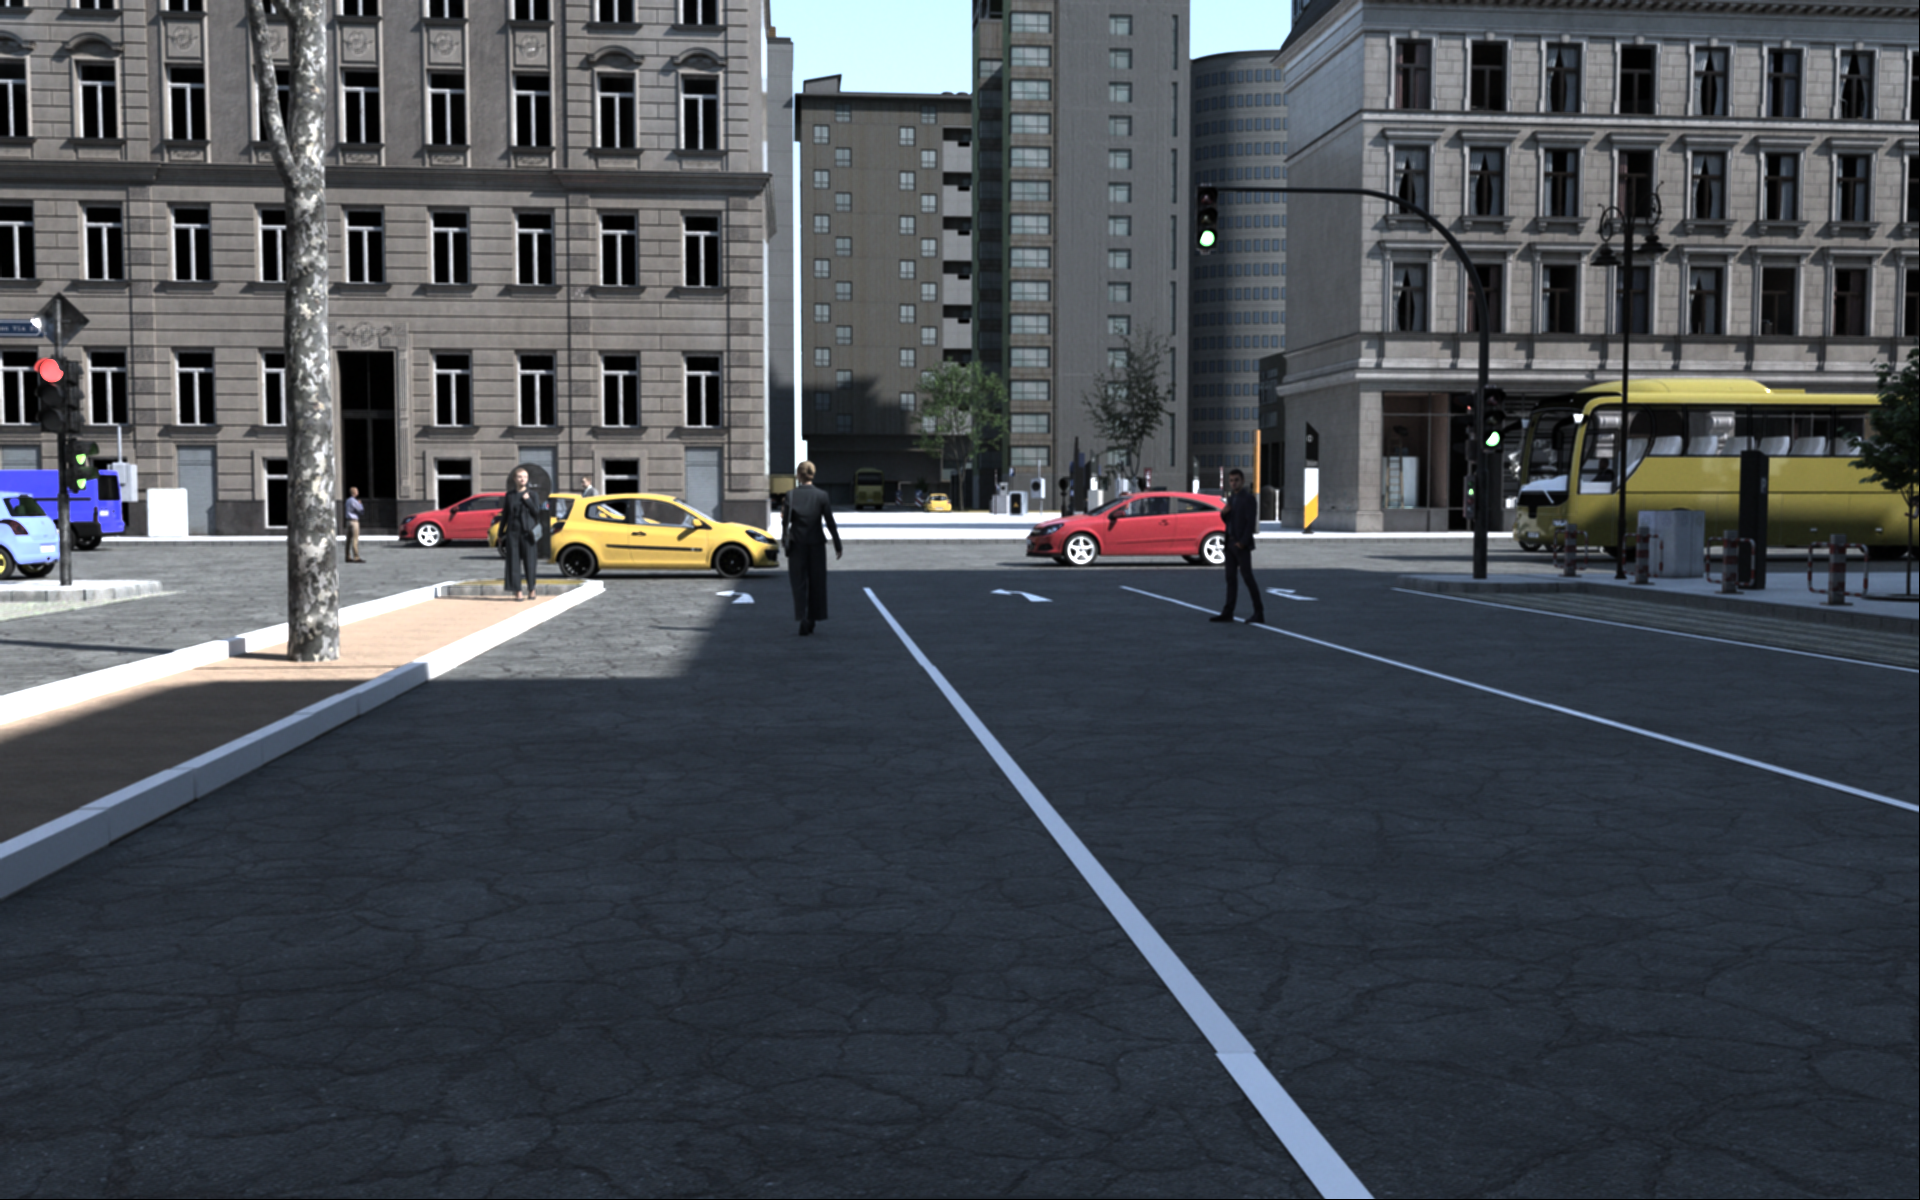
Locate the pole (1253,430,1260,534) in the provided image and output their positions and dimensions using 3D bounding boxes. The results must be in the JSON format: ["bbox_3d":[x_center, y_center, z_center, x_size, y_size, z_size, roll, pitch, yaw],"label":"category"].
[{"bbox_3d":[9.446,-3.752,55.184,0.158,3.312,0.155,0,3,0],"label":"pole"}]

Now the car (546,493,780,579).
[{"bbox_3d":[-5.109,-1.202,29.869,3.980,1.641,2.015,0,4,-6],"label":"car"}]

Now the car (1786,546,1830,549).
[{"bbox_3d":[23.887,-2.243,46.462,4.222,1.686,2.009,0,4,-5],"label":"car"}]

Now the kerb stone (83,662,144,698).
[{"bbox_3d":[-6.177,0.593,12.534,0.120,0.150,1.000,0,4,-6],"label":"kerb stone"}]

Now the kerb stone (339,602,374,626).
[{"bbox_3d":[-6.878,0.152,19.704,0.120,0.150,1.000,0,4,-6],"label":"kerb stone"}]

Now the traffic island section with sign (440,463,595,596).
[{"bbox_3d":[-6.345,-1.039,25.129,2.006,1.907,1.989,0,4,-6],"label":"traffic island section with sign"}]

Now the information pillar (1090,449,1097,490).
[{"bbox_3d":[6.921,-6.019,89.770,0.183,3.616,0.504,3,5,44],"label":"information pillar"}]

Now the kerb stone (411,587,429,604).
[{"bbox_3d":[-7.175,-0.035,22.771,0.120,0.150,1.000,0,4,-6],"label":"kerb stone"}]

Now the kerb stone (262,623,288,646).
[{"bbox_3d":[-6.572,0.341,16.632,0.120,0.150,1.000,0,4,-6],"label":"kerb stone"}]

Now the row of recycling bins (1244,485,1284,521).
[{"bbox_3d":[15.204,-4.632,82.842,3.534,1.692,1.069,0,4,6],"label":"row of recycling bins"}]

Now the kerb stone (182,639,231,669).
[{"bbox_3d":[-6.384,0.466,14.576,0.120,0.150,1.000,0,4,-6],"label":"kerb stone"}]

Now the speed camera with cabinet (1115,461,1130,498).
[{"bbox_3d":[9.800,-6.580,101.915,0.660,3.252,2.038,-1,4,-19],"label":"speed camera with cabinet"}]

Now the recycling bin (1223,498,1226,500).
[{"bbox_3d":[14.998,-5.375,100.439,0.722,1.027,0.722,2,4,23],"label":"recycling bin"}]

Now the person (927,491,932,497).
[{"bbox_3d":[-3.577,-12.226,208.355,0.705,1.831,1.348,-2,4,-35],"label":"person"}]

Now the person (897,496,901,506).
[{"bbox_3d":[-7.295,-12.086,205.978,0.709,1.838,0.599,-3,5,-42],"label":"person"}]

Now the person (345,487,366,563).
[{"bbox_3d":[-12.676,-1.570,36.231,0.319,1.574,0.516,-3,5,-45],"label":"person"}]

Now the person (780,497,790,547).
[{"bbox_3d":[-4.683,-2.109,46.894,0.340,1.345,0.435,0,4,-3],"label":"person"}]

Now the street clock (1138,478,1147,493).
[{"bbox_3d":[8.071,-4.412,76.709,0.358,2.002,0.471,-1,4,-17],"label":"street clock"}]

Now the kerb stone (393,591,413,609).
[{"bbox_3d":[-7.071,0.027,21.747,0.120,0.150,1.000,0,4,-6],"label":"kerb stone"}]

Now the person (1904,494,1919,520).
[{"bbox_3d":[19.986,-1.478,35.849,0.628,1.438,0.799,3,5,44],"label":"person"}]

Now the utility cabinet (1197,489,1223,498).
[{"bbox_3d":[10.969,-4.112,75.911,1.173,1.500,0.318,-1,4,-23],"label":"utility cabinet"}]

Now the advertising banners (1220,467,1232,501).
[{"bbox_3d":[17.051,-7.039,111.268,0.090,3.025,2.074,2,4,29],"label":"advertising banners"}]

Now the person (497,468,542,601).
[{"bbox_3d":[-5.888,-0.872,23.182,0.576,1.772,0.534,-1,4,-18],"label":"person"}]

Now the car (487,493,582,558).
[{"bbox_3d":[-8.479,-1.743,38.715,3.980,1.641,2.015,0,4,-4],"label":"car"}]

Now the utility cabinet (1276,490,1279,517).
[{"bbox_3d":[17.689,-5.407,97.082,0.318,1.500,1.173,2,4,31],"label":"utility cabinet"}]

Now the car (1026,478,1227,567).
[{"bbox_3d":[3.557,-1.583,34.926,4.494,1.783,2.155,0,4,-7],"label":"car"}]

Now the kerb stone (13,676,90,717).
[{"bbox_3d":[-6.068,0.653,11.514,0.120,0.150,1.000,0,4,-6],"label":"kerb stone"}]

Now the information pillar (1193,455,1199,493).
[{"bbox_3d":[14.297,-6.958,105.118,0.504,3.616,0.183,-3,5,-42],"label":"information pillar"}]

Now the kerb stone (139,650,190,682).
[{"bbox_3d":[-6.281,0.535,13.554,0.120,0.150,1.000,0,4,-6],"label":"kerb stone"}]

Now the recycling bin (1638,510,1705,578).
[{"bbox_3d":[10.978,-0.868,26.754,0.722,1.027,0.722,-2,4,-32],"label":"recycling bin"}]

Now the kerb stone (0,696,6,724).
[{"bbox_3d":[-5.972,0.716,10.486,0.120,0.150,1.000,0,4,-6],"label":"kerb stone"}]

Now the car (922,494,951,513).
[{"bbox_3d":[-1.592,-6.790,121.237,2.015,1.641,3.980,0,4,-5],"label":"car"}]

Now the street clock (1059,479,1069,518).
[{"bbox_3d":[4.846,-4.661,80.778,0.471,2.002,0.358,3,5,45],"label":"street clock"}]

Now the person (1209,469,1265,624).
[{"bbox_3d":[3.099,-0.605,19.309,0.530,1.710,0.541,-1,4,-14],"label":"person"}]

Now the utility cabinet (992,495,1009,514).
[{"bbox_3d":[2.595,-6.108,111.025,1.020,1.237,0.306,1,4,22],"label":"utility cabinet"}]

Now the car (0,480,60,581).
[{"bbox_3d":[-17.192,-1.191,29.064,3.694,1.707,1.945,0,4,-4],"label":"car"}]

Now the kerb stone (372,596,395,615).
[{"bbox_3d":[-6.975,0.092,20.726,0.120,0.150,1.000,0,4,-6],"label":"kerb stone"}]

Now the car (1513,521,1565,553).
[{"bbox_3d":[15.902,-2.018,43.214,3.980,1.641,2.015,0,4,-6],"label":"car"}]

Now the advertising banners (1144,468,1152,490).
[{"bbox_3d":[11.854,-7.345,116.281,2.074,3.025,0.090,1,4,10],"label":"advertising banners"}]

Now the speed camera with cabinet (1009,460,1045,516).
[{"bbox_3d":[3.849,-6.456,99.896,2.038,3.252,0.660,2,4,25],"label":"speed camera with cabinet"}]

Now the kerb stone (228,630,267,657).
[{"bbox_3d":[-6.476,0.407,15.597,0.120,0.150,1.000,0,4,-6],"label":"kerb stone"}]

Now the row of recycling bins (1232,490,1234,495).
[{"bbox_3d":[19.932,-6.667,116.112,3.534,1.692,1.069,-1,4,-14],"label":"row of recycling bins"}]

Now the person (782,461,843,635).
[{"bbox_3d":[-1.528,-0.536,17.693,0.576,1.772,0.534,-2,4,-31],"label":"person"}]

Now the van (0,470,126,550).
[{"bbox_3d":[-24.121,-2.408,43.758,5.245,2.365,2.240,0,4,-7],"label":"van"}]

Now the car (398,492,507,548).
[{"bbox_3d":[-12.934,-2.323,47.017,4.494,1.783,2.155,0,4,-7],"label":"car"}]

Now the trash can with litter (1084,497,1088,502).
[{"bbox_3d":[8.363,-6.356,115.302,0.624,1.170,1.055,-3,4,-37],"label":"trash can with litter"}]

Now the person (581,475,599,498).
[{"bbox_3d":[-7.539,-1.626,35.204,0.853,1.813,0.709,-3,5,-43],"label":"person"}]

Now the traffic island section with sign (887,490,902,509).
[{"bbox_3d":[-6.206,-9.932,171.017,1.989,1.847,2.006,0,4,-6],"label":"traffic island section with sign"}]

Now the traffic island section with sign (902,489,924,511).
[{"bbox_3d":[-3.587,-8.291,144.189,1.989,1.847,2.006,0,4,-6],"label":"traffic island section with sign"}]

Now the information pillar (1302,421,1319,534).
[{"bbox_3d":[11.250,-3.926,55.548,0.504,3.616,0.183,-1,4,-21],"label":"information pillar"}]

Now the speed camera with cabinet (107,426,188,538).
[{"bbox_3d":[-23.871,-3.459,50.884,2.038,3.252,0.660,-1,4,-8],"label":"speed camera with cabinet"}]

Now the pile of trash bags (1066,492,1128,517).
[{"bbox_3d":[7.516,-5.149,93.931,3.447,1.369,1.912,0,4,-4],"label":"pile of trash bags"}]

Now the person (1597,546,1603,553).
[{"bbox_3d":[15.692,-2.032,41.566,0.795,1.843,0.661,1,4,21],"label":"person"}]

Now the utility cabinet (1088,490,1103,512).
[{"bbox_3d":[6.860,-4.830,87.653,0.318,1.500,1.173,-1,4,-22],"label":"utility cabinet"}]
